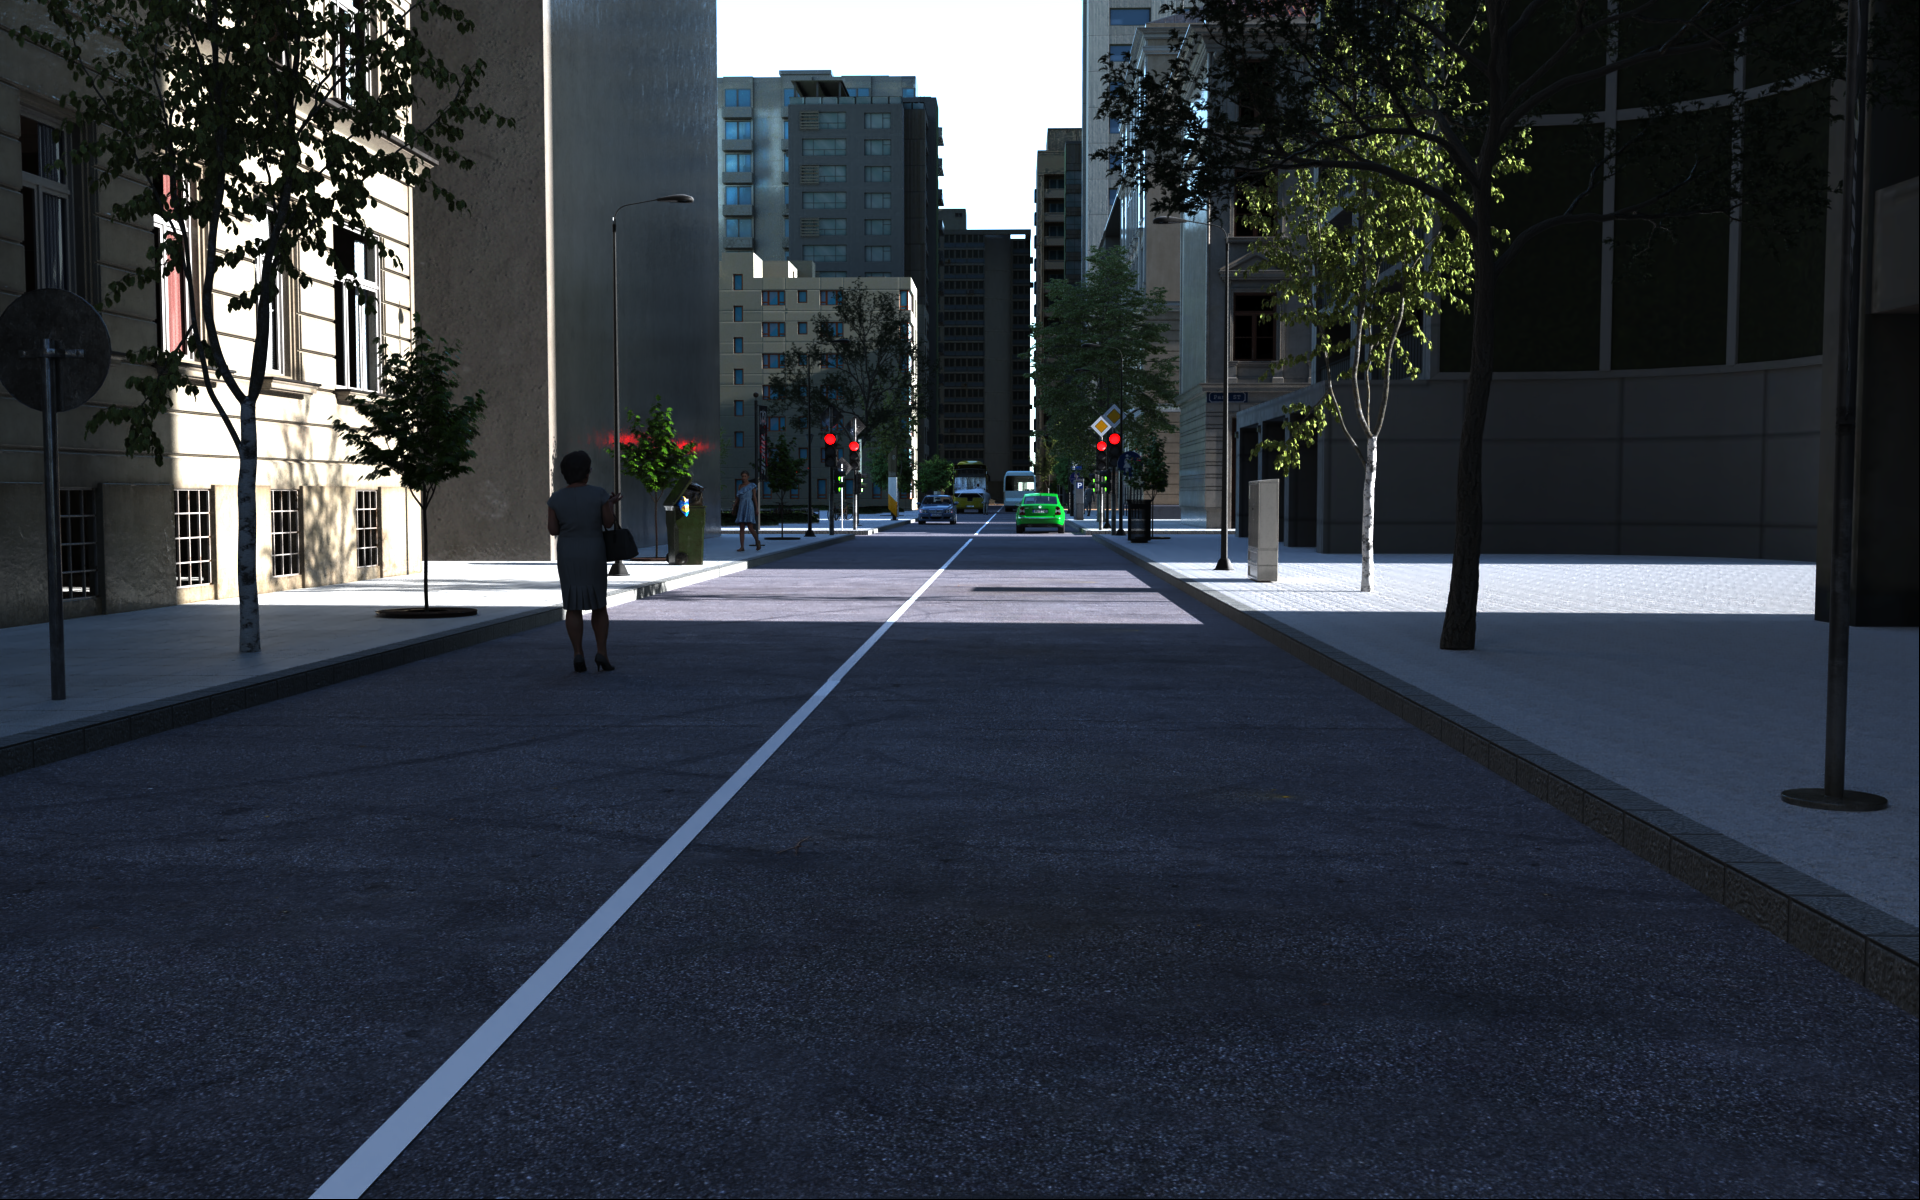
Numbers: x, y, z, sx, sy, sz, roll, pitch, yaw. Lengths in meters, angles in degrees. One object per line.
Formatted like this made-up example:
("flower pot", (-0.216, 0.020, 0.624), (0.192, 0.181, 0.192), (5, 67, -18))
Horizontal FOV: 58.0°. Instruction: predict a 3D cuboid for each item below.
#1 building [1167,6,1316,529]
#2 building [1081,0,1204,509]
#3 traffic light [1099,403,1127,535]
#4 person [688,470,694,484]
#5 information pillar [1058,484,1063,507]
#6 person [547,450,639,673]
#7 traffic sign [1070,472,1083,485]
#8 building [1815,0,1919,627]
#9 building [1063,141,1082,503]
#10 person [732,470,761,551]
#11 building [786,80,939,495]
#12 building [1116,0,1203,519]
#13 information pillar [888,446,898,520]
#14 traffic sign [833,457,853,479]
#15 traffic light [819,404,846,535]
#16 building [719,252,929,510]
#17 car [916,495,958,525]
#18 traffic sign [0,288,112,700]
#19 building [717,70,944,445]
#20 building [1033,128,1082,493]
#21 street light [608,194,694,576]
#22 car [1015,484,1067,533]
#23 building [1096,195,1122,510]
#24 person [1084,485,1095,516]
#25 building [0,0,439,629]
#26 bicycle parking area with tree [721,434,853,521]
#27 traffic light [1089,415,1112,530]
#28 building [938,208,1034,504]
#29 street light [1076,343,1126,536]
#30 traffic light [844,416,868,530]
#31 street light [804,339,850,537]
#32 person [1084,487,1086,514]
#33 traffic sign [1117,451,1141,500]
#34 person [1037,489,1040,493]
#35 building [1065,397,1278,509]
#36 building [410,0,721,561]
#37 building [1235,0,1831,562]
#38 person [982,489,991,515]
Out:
("building", (18.986, -14.173, 67.893), (21.152, 22.565, 11.583), (0, 4, 2))
("building", (21.791, -37.837, 160.636), (21.231, 58.520, 28.212), (0, 4, 2))
("traffic light", (4.760, -3.967, 53.785), (0.839, 4.253, 0.868), (0, 4, 2))
("person", (-6.423, -2.138, 40.879), (0.514, 1.842, 0.818), (-3, 5, -43))
("information pillar", (7.518, -7.657, 129.691), (0.304, 2.012, 0.304), (-2, 4, -24))
("person", (-2.962, -0.317, 14.038), (0.716, 1.782, 0.532), (0, 4, -4))
("traffic sign", (6.665, -6.064, 99.246), (0.768, 2.556, 0.104), (1, 4, 9))
("building", (18.995, -23.340, 5.305), (21.300, 48.544, 21.600), (0, 4, 2))
("building", (19.168, -31.782, 203.235), (14.154, 41.232, 14.086), (0, 4, 2))
("person", (-4.799, -1.997, 38.794), (0.616, 1.811, 0.778), (2, 4, 29))
("building", (-9.447, -29.970, 173.608), (14.154, 41.232, 14.086), (0, 4, 2))
("building", (15.754, -18.996, 96.486), (13.634, 28.700, 20.117), (0, 4, 2))
("information pillar", (-3.271, -5.697, 84.502), (0.504, 3.616, 0.183), (2, 4, 31))
("traffic sign", (-4.183, -3.754, 61.105), (0.795, 2.593, 0.064), (0, 4, 7))
("traffic light", (-3.997, -3.983, 54.046), (0.839, 4.253, 0.868), (0, 4, 2))
("building", (-17.261, -18.835, 152.993), (27.650, 21.520, 28.899), (0, 4, 2))
("car", (-1.069, -4.346, 83.053), (2.014, 1.417, 4.499), (0, 4, 1))
("traffic sign", (-5.629, -0.650, 10.738), (0.768, 2.556, 0.104), (0, 4, 4))
("building", (-17.215, -35.430, 198.885), (30.456, 49.044, 23.786), (0, 4, 2))
("building", (20.687, -37.215, 232.172), (21.600, 48.544, 21.300), (0, 4, 2))
("street light", (-4.828, -3.332, 27.023), (1.470, 5.913, 1.316), (0, 4, 2))
("car", (3.022, -3.414, 64.615), (1.959, 1.807, 4.718), (0, 4, 4))
("building", (17.418, -18.504, 121.610), (14.314, 24.678, 30.058), (0, 4, 2))
("person", (7.480, -5.791, 100.848), (0.709, 1.813, 0.853), (-1, 4, -19))
("building", (-16.471, -11.025, 13.549), (16.112, 22.955, 30.059), (0, 4, 2))
("bicycle parking area with tree", (-9.622, -5.894, 83.369), (8.231, 4.147, 9.016), (2, 4, 27))
("traffic light", (5.013, -4.455, 61.766), (0.839, 4.253, 0.868), (0, 4, 2))
("building", (-1.929, -33.431, 238.478), (23.993, 40.220, 32.217), (0, 4, 2))
("street light", (4.437, -4.950, 53.476), (1.470, 5.913, 1.316), (0, 4, 2))
("traffic light", (-3.744, -4.471, 62.027), (0.839, 4.253, 0.868), (0, 4, 2))
("street light", (-3.988, -4.862, 52.035), (1.470, 5.913, 1.316), (0, 4, 2))
("person", (7.612, -6.205, 108.065), (0.524, 1.755, 0.480), (2, 4, 33))
("traffic sign", (5.041, -3.131, 51.303), (0.768, 2.556, 0.104), (1, 4, 11))
("person", (6.117, -7.617, 133.211), (0.590, 1.801, 0.661), (1, 4, 11))
("building", (21.893, -45.653, 184.672), (20.563, 71.187, 20.611), (0, 4, 2))
("building", (-24.503, -14.550, 42.405), (34.151, 26.468, 19.350), (0, 4, 2))
("building", (18.149, -36.762, 39.313), (20.563, 71.187, 20.611), (0, 4, 2))
("person", (1.844, -6.822, 120.231), (0.606, 1.804, 0.583), (0, 4, 3))
